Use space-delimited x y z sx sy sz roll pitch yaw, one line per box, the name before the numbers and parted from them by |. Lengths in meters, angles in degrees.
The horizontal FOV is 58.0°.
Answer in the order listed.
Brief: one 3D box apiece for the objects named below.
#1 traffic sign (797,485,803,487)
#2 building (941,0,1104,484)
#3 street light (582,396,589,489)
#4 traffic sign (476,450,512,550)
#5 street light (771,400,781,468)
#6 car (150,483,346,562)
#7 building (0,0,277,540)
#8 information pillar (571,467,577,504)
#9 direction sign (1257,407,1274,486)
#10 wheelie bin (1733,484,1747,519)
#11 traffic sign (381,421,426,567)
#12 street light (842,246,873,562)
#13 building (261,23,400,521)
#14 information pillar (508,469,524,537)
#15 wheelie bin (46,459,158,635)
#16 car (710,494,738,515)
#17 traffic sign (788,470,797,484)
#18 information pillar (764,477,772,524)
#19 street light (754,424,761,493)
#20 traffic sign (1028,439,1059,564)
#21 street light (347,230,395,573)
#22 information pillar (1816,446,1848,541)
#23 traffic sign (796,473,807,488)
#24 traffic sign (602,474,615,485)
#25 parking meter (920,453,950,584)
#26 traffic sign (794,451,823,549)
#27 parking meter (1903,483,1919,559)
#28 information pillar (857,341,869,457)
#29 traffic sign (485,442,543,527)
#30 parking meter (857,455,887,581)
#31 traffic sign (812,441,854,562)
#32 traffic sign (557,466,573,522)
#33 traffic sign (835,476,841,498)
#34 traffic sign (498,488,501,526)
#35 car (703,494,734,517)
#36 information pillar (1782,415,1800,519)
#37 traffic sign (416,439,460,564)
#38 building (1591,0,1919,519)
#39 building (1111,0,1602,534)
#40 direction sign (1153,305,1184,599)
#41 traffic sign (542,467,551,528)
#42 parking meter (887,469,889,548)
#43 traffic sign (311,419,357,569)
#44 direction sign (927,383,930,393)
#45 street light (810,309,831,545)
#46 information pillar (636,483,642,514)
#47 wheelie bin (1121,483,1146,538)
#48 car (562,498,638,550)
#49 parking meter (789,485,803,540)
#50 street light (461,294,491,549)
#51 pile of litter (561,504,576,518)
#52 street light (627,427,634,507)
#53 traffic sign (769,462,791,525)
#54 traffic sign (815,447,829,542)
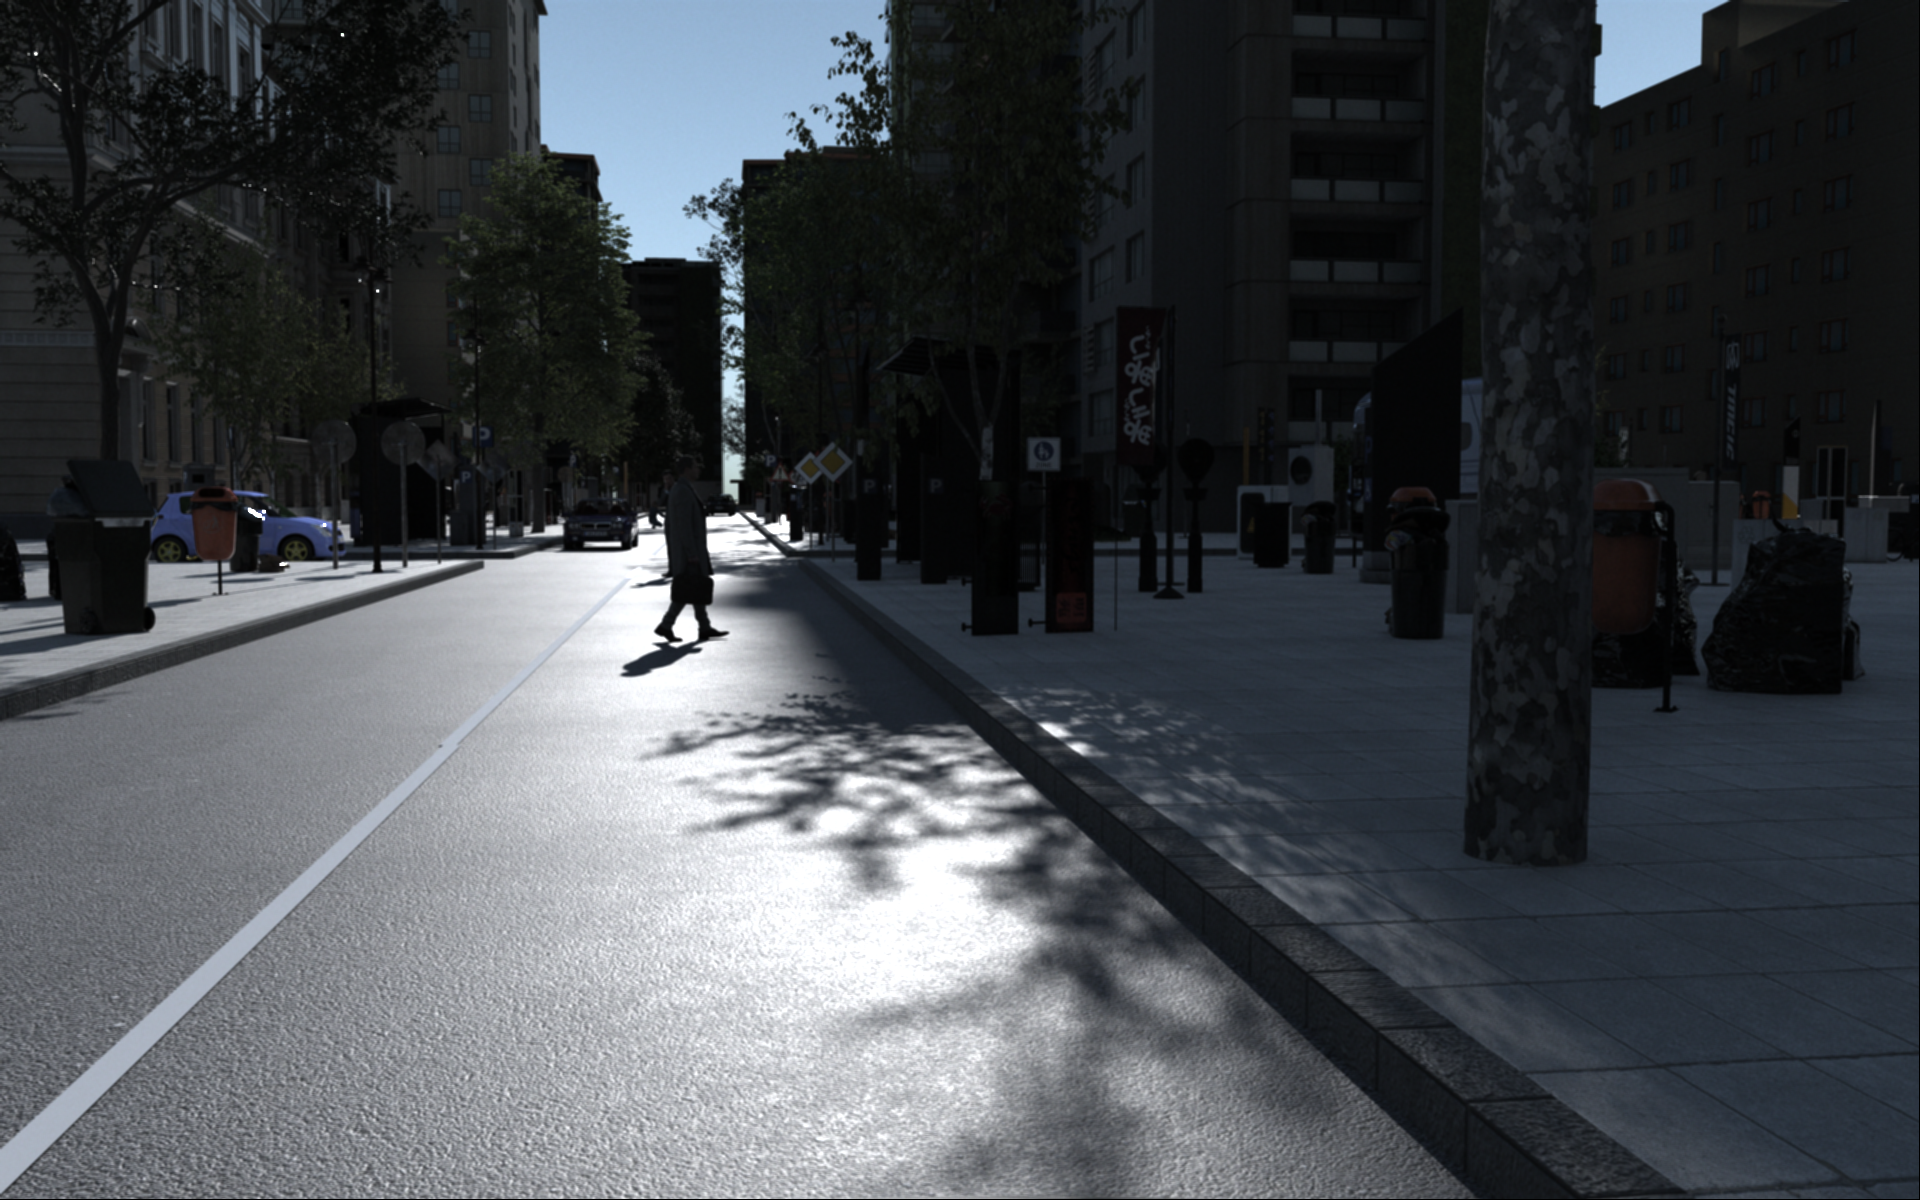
traffic sign | -10.208 -6.749 110.455 0.768 2.556 0.104 0 4 0
building | 10.665 -26.864 93.850 22.147 44.769 28.867 0 4 -8
street light | -16.196 -6.254 75.042 0.468 5.910 1.993 0 4 -8
traffic sign | -10.690 -2.209 39.756 0.795 2.450 0.064 0 4 -8
street light | -8.391 -6.508 79.199 0.468 5.910 1.993 0 4 -8
car | -14.337 -1.546 34.869 3.694 1.707 1.945 -1 4 -9
building | -31.807 -16.576 56.918 13.634 28.700 20.117 0 4 -8
information pillar | -24.141 -7.144 108.167 0.504 3.616 0.183 2 4 35
direction sign | 8.023 -3.272 45.487 0.379 3.537 0.876 3 4 37
wheelie bin | 22.282 -2.571 49.937 0.693 1.594 0.980 1 4 18
traffic sign | -9.742 -1.848 30.328 0.768 2.556 0.104 0 4 -5
street light | -1.915 -3.651 32.489 0.468 5.910 1.993 0 4 -8
building | -36.042 -16.216 84.224 14.460 24.649 34.723 0 4 -8
information pillar | -13.178 -2.869 51.395 0.304 2.012 0.304 2 4 27
wheelie bin | -7.952 -0.495 16.007 0.693 1.594 0.980 2 4 29
car | -16.217 -6.647 118.471 2.009 1.686 4.222 0 4 -8
traffic sign | -8.600 -5.528 90.490 0.768 2.556 0.104 0 4 -7
information pillar | -8.235 -4.273 74.358 0.304 2.012 0.304 0 4 -2
street light | -13.315 -8.644 114.123 0.468 5.910 1.993 0 4 -8
traffic sign | 1.514 -1.795 31.482 0.606 2.300 0.079 0 4 -8
street light | -9.541 -3.388 28.186 0.468 5.910 1.993 0 4 -8
information pillar | 13.303 -1.344 26.466 0.304 2.012 0.304 -1 4 -10
traffic sign | -7.482 -4.862 81.616 0.606 2.300 0.079 0 4 0
traffic sign | -21.003 -6.326 103.542 0.768 2.556 0.104 0 4 0
parking meter | -0.355 -1.165 24.762 0.399 1.863 0.255 -1 4 -11
traffic sign | -3.513 -2.269 40.733 0.795 2.450 0.064 0 4 -8
parking meter | 18.945 -1.586 34.347 0.372 1.533 0.369 0 3 0
information pillar | -1.467 -2.142 26.372 0.183 3.616 0.504 1 4 9
traffic sign | -17.526 -4.542 68.131 2.265 3.308 0.079 0 4 -2
parking meter | -1.332 -1.226 25.762 0.399 1.863 0.255 0 4 -3
traffic sign | -2.409 -1.785 32.824 0.795 2.450 0.064 0 4 -8
traffic sign | -17.918 -4.808 78.717 0.768 2.556 0.104 0 4 -2
traffic sign | -5.705 -5.059 82.824 0.768 2.556 0.104 0 4 -5
traffic sign | -18.275 -4.194 68.684 0.768 2.556 0.104 0 4 -3
car | -15.580 -6.248 111.949 2.009 1.686 4.222 -1 4 -8
information pillar | 24.658 -3.671 51.372 0.504 3.616 0.183 -1 4 -12
traffic sign | -9.587 -1.725 31.847 0.795 2.450 0.064 0 4 -8
building | 44.257 -13.806 70.774 28.899 21.520 27.650 0 4 -8
building | 12.435 -23.032 60.167 14.086 41.232 14.154 0 4 -8
direction sign | 2.571 -1.788 21.232 0.379 3.537 0.876 0 4 3
traffic sign | -15.761 -3.878 65.528 0.606 2.300 0.079 0 4 -4
parking meter | -1.905 -2.163 41.078 0.399 1.863 0.255 -1 4 -17
traffic sign | -10.689 -1.802 29.576 0.768 2.556 0.104 0 4 -2
direction sign | -0.462 -2.535 33.438 0.379 3.537 0.876 -2 4 -23
street light | -3.502 -4.322 43.457 0.468 5.910 1.993 0 4 -8
information pillar | -21.034 -6.671 113.557 0.304 2.012 0.304 1 4 13
wheelie bin | 5.208 -2.654 51.296 0.980 1.594 0.693 3 5 41
car | -9.482 -2.034 45.842 1.945 1.354 3.894 0 4 -7
parking meter | -4.539 -2.422 48.003 0.372 1.533 0.369 0 3 0
street light | -11.176 -4.119 40.131 0.468 5.910 1.993 0 4 -8
pile of litter | -20.610 -4.803 92.498 1.176 0.858 1.719 -3 4 -36
street light | -20.957 -8.392 109.989 0.468 5.910 1.993 0 4 -8
traffic sign | -7.338 -4.326 70.738 0.884 2.594 0.081 0 4 -5
traffic sign | -3.571 -2.849 46.683 0.768 2.556 0.104 0 4 -2
